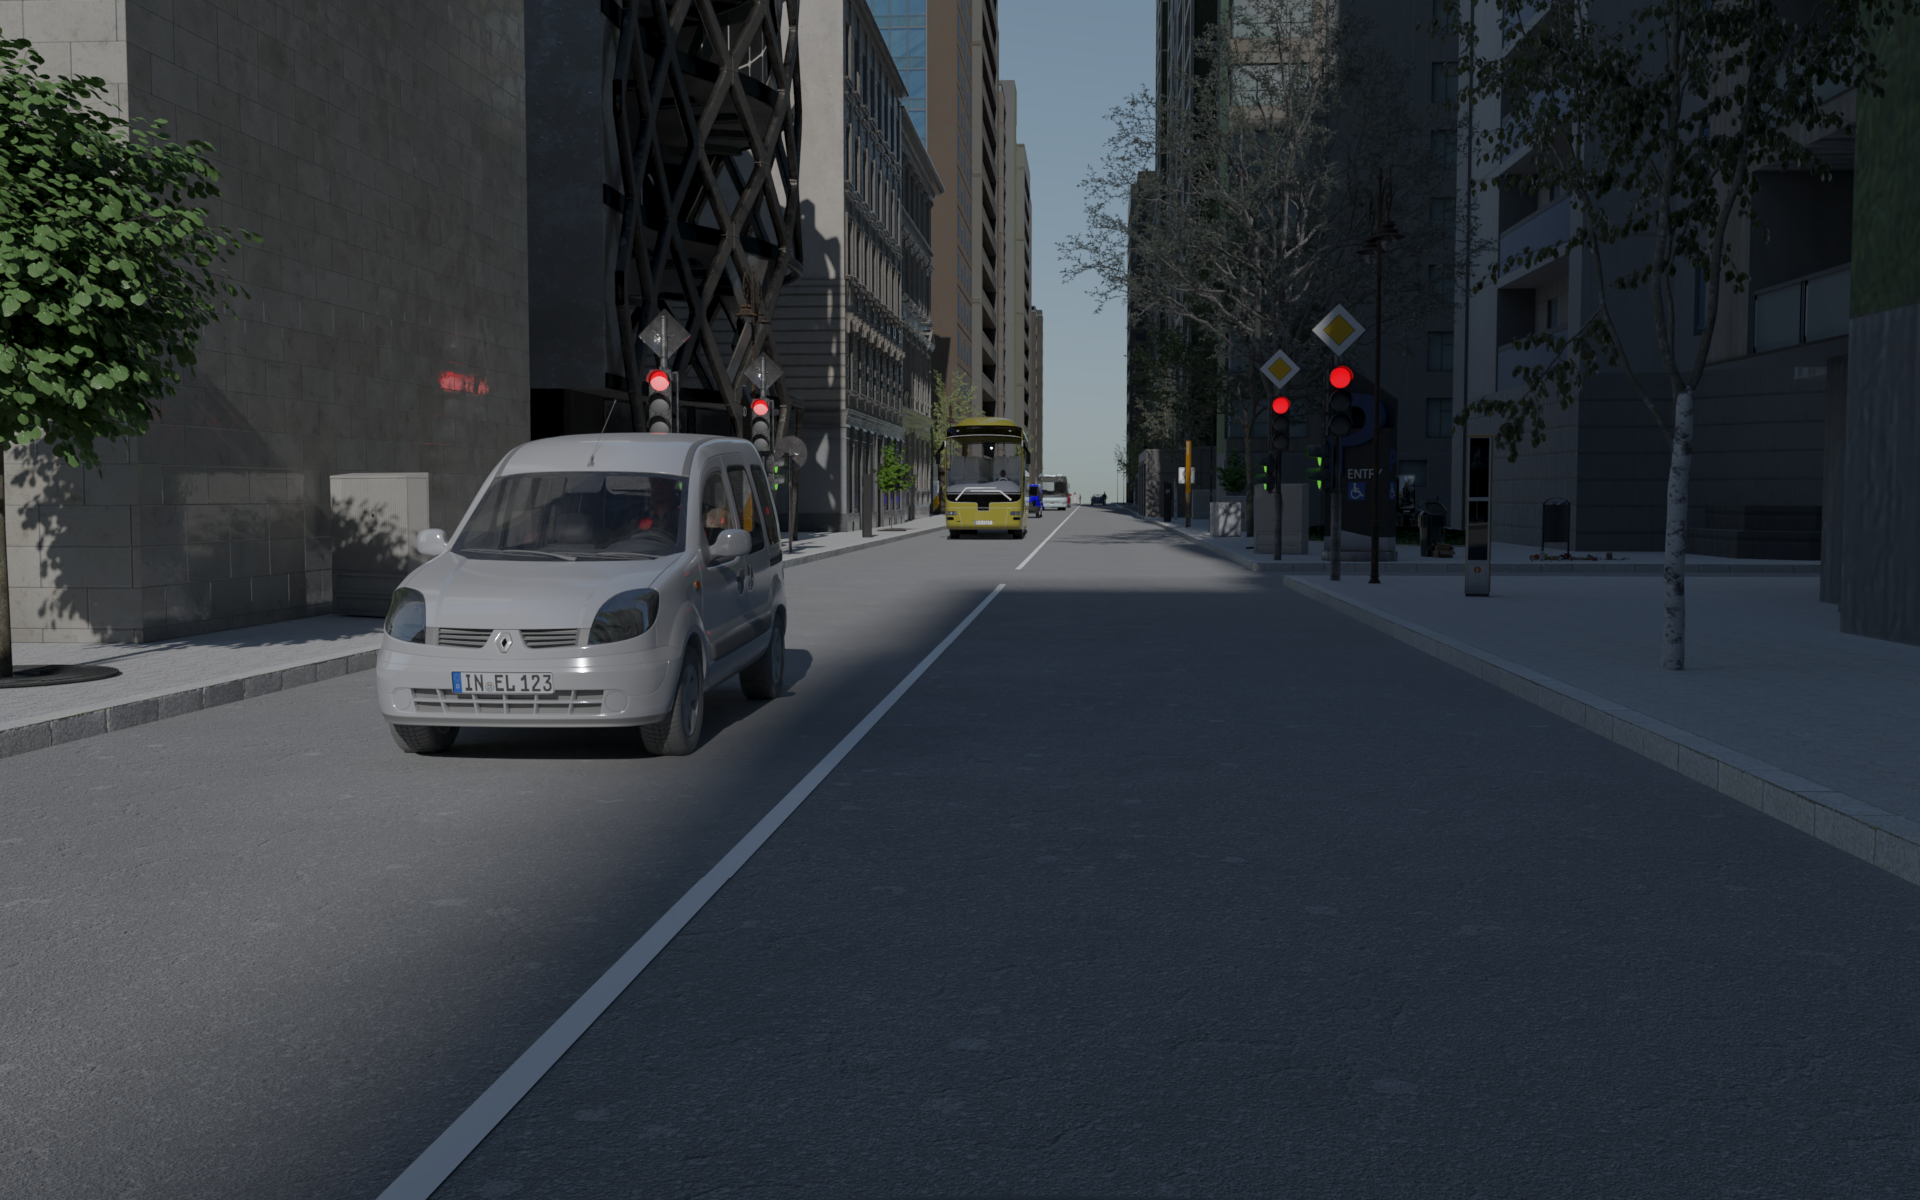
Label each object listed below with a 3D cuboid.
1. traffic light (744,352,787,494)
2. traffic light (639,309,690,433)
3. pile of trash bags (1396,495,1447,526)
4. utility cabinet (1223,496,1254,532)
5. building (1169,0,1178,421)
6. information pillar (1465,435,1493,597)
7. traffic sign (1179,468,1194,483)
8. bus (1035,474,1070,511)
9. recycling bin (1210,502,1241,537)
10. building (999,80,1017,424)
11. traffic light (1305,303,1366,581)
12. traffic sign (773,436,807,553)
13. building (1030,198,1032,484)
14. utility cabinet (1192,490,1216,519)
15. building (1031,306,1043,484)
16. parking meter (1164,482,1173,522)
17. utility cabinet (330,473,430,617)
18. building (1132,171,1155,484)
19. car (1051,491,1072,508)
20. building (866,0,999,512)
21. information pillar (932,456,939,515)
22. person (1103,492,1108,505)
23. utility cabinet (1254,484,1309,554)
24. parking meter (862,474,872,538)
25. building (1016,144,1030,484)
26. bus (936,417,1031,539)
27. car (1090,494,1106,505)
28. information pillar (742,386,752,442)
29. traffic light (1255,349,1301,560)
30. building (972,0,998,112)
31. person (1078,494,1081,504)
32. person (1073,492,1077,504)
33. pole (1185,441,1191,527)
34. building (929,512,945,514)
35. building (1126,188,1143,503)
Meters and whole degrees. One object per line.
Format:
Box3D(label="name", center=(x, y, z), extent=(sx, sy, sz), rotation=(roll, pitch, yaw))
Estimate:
Box3D(label="traffic light", center=(-3.874, -2.777, 34.321), extent=(0.839, 4.253, 0.868), rotation=(0, 4, 4))
Box3D(label="traffic light", center=(-4.477, -2.290, 26.359), extent=(0.839, 4.253, 0.868), rotation=(0, 4, 4))
Box3D(label="pile of trash bags", center=(16.739, -3.169, 61.561), extent=(1.912, 1.369, 3.447), rotation=(-3, 5, -40))
Box3D(label="utility cabinet", center=(9.550, -2.945, 59.319), extent=(1.020, 1.237, 0.306), rotation=(2, 4, 26))
Box3D(label="building", center=(29.363, -32.803, 125.569), extent=(28.713, 52.752, 27.495), rotation=(0, 4, 4))
Box3D(label="information pillar", center=(6.498, -1.052, 21.688), extent=(0.304, 2.012, 0.304), rotation=(1, 4, 19))
Box3D(label="traffic sign", center=(8.772, -3.970, 67.035), extent=(0.606, 2.300, 0.079), rotation=(1, 4, 8))
Box3D(label="bus", center=(8.079, -9.659, 152.788), extent=(2.948, 3.499, 13.247), rotation=(0, 4, 2))
Box3D(label="recycling bin", center=(7.971, -2.413, 52.009), extent=(0.722, 1.027, 0.722), rotation=(-1, 4, -17))
Box3D(label="building", center=(-1.875, -29.545, 166.652), extent=(14.154, 41.232, 14.086), rotation=(0, 4, 4))
Box3D(label="traffic light", center=(5.557, -2.244, 25.618), extent=(0.839, 4.253, 0.868), rotation=(0, 4, 4))
Box3D(label="traffic sign", center=(-3.721, -2.313, 37.930), extent=(0.768, 2.556, 0.104), rotation=(1, 4, 10))
Box3D(label="building", center=(3.056, -36.499, 246.865), extent=(14.600, 45.320, 14.200), rotation=(0, 4, 4))
Box3D(label="utility cabinet", center=(12.255, -4.790, 86.998), extent=(1.173, 1.500, 0.318), rotation=(0, 4, -3))
Box3D(label="building", center=(5.341, -29.974, 261.773), extent=(14.160, 30.474, 14.107), rotation=(0, 4, 4))
Box3D(label="parking meter", center=(9.612, -4.543, 79.994), extent=(0.399, 1.863, 0.255), rotation=(0, 4, 8))
Box3D(label="utility cabinet", center=(-6.032, -0.569, 17.983), extent=(1.173, 1.500, 0.318), rotation=(2, 4, 32))
Box3D(label="building", center=(34.184, -35.179, 229.802), extent=(22.147, 44.769, 28.867), rotation=(0, 4, 4))
Box3D(label="car", center=(10.605, -10.586, 181.759), extent=(2.281, 1.827, 5.304), rotation=(0, 4, 5))
Box3D(label="building", center=(-3.858, -30.728, 152.520), extent=(14.600, 45.320, 14.200), rotation=(0, 4, 4))
Box3D(label="information pillar", center=(-1.480, -7.045, 106.546), extent=(0.183, 3.616, 0.504), rotation=(-3, 4, -37))
Box3D(label="person", center=(18.790, -13.199, 224.851), extent=(0.434, 1.755, 0.990), rotation=(-3, 5, -43))
Box3D(label="utility cabinet", center=(6.858, -1.732, 37.004), extent=(1.173, 1.500, 0.318), rotation=(3, 5, 42))
Box3D(label="parking meter", center=(-2.746, -2.775, 51.087), extent=(0.255, 1.863, 0.399), rotation=(-1, 4, -11))
Box3D(label="building", center=(-1.778, -37.018, 228.937), extent=(21.300, 48.544, 21.600), rotation=(0, 4, 4))
Box3D(label="bus", center=(1.019, -4.121, 58.928), extent=(2.896, 3.916, 12.252), rotation=(0, 4, 3))
Box3D(label="car", center=(17.532, -12.732, 220.168), extent=(2.014, 1.417, 4.499), rotation=(0, 4, 6))
Box3D(label="information pillar", center=(-4.564, -2.813, 37.340), extent=(0.183, 3.616, 0.504), rotation=(-2, 4, -28))
Box3D(label="traffic light", center=(6.160, -2.731, 33.580), extent=(0.839, 4.253, 0.868), rotation=(0, 4, 4))
Box3D(label="building", center=(-8.282, -31.235, 134.400), extent=(21.300, 48.544, 21.600), rotation=(0, 4, 4))
Box3D(label="person", center=(17.123, -14.401, 247.214), extent=(0.557, 1.426, 1.065), rotation=(-1, 4, -17))
Box3D(label="person", center=(17.358, -15.425, 261.366), extent=(0.621, 1.740, 0.551), rotation=(3, 4, 38))
Box3D(label="pole", center=(8.765, -4.442, 66.467), extent=(0.158, 3.312, 0.155), rotation=(0, 3, 0))
Box3D(label="building", center=(-6.553, -28.522, 116.450), extent=(14.600, 45.320, 14.200), rotation=(0, 4, 4))
Box3D(label="building", center=(35.507, -38.626, 255.232), extent=(21.300, 48.544, 21.600), rotation=(0, 4, 4))
